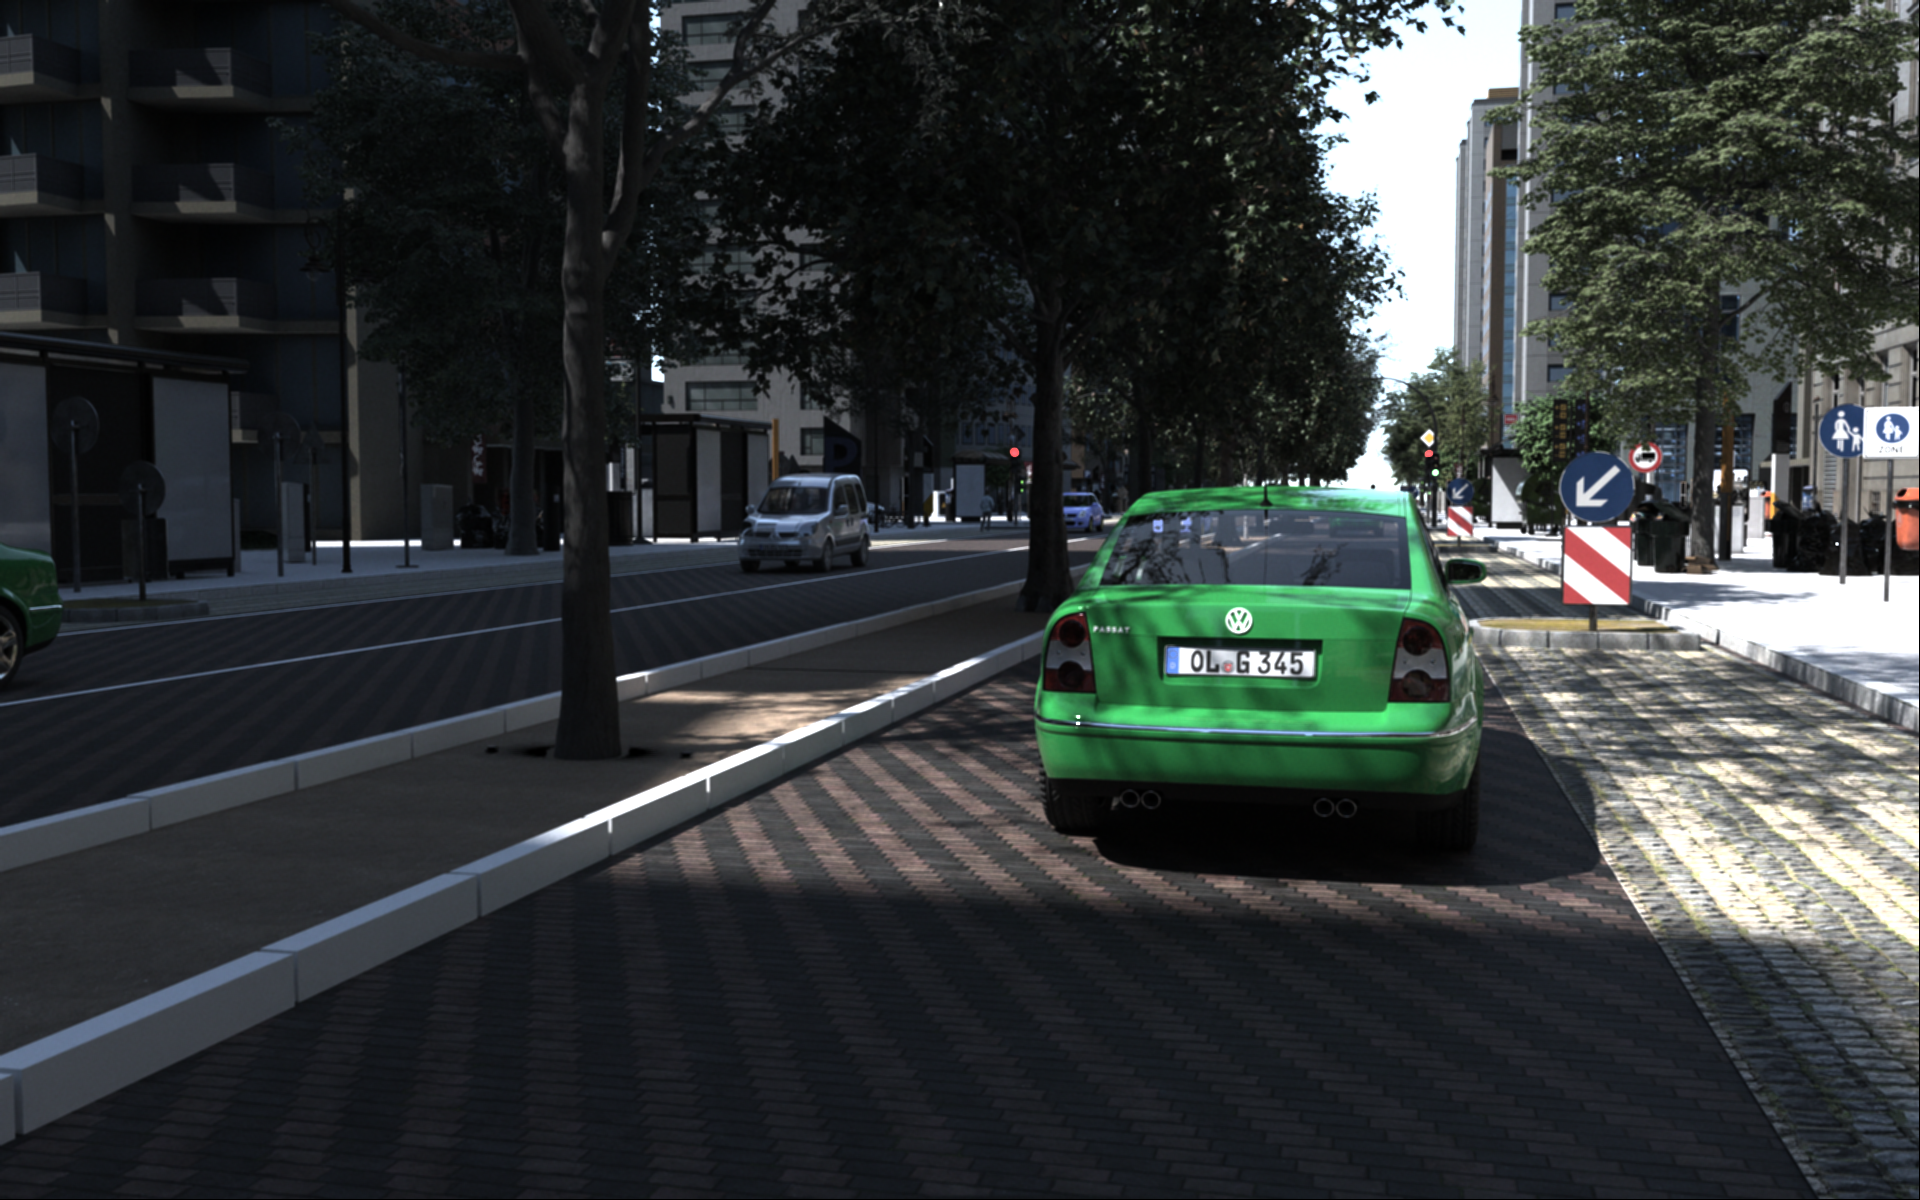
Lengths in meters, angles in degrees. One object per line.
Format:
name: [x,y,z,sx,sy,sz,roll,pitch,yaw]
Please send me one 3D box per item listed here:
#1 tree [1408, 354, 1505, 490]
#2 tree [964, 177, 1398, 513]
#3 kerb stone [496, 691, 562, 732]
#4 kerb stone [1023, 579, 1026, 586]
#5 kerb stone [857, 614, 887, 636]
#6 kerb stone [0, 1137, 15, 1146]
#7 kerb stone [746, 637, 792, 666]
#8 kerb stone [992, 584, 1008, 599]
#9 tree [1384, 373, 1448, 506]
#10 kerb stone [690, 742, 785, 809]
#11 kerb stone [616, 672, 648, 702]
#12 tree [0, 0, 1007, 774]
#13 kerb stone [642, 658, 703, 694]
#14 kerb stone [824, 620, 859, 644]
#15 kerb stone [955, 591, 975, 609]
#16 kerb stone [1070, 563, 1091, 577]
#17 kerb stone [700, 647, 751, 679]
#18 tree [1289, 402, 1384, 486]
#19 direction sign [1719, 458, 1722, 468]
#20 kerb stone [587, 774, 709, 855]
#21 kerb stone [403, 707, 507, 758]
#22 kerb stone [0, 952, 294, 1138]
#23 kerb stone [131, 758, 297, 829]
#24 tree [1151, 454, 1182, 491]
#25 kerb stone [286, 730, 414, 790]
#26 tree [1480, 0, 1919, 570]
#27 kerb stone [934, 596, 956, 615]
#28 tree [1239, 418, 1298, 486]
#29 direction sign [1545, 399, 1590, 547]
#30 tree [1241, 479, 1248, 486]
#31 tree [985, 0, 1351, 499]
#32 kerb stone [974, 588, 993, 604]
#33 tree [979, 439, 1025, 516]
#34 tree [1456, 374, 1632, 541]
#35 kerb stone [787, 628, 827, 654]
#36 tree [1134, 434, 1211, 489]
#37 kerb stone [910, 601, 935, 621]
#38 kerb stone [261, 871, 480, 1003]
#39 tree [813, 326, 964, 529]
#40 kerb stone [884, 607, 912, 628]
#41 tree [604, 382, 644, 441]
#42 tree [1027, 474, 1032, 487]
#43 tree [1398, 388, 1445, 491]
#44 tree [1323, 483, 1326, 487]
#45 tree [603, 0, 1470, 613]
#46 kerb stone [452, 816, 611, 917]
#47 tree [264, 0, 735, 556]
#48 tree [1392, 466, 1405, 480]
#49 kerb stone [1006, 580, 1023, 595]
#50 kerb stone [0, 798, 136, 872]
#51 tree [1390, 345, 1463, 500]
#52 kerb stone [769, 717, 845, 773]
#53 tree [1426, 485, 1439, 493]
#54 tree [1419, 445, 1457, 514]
tree: [26.674,-8.644,91.687,4.737,8.622,4.395,0,3,0]
tree: [5.286,-6.254,39.120,8.767,10.594,7.601,1,4,13]
kerb stone: [-2.649,0.695,10.830,0.120,0.150,1.000,1,4,13]
kerb stone: [0.952,-0.218,25.779,0.120,0.150,1.000,1,4,13]
kerb stone: [-0.969,0.275,17.809,0.120,0.150,1.000,1,4,13]
kerb stone: [-2.275,1.156,3.374,0.120,0.150,1.000,1,4,13]
kerb stone: [-1.680,0.451,14.822,0.120,0.150,1.000,1,4,13]
kerb stone: [0.468,-0.090,23.793,0.120,0.150,1.000,1,4,13]
tree: [48.690,-16.831,181.839,9.857,13.997,8.962,0,3,0]
kerb stone: [-1.078,0.846,8.362,0.120,0.150,1.000,1,4,13]
kerb stone: [-2.408,0.634,11.824,0.120,0.150,1.000,1,4,13]
tree: [-2.021,-5.893,9.175,12.009,13.543,11.850,0,3,0]
kerb stone: [-2.164,0.574,12.818,0.120,0.150,1.000,1,4,13]
kerb stone: [-1.211,0.329,16.816,0.120,0.150,1.000,1,4,13]
kerb stone: [-0.010,0.025,21.793,0.120,0.150,1.000,1,4,13]
kerb stone: [2.149,-0.520,30.788,0.120,0.150,1.000,1,4,13]
kerb stone: [-1.924,0.513,13.819,0.120,0.150,1.000,1,4,13]
tree: [27.053,-13.534,130.401,9.857,13.997,8.962,0,3,0]
direction sign: [47.905,-7.115,108.333,0.876,3.537,0.379,1,4,15]
kerb stone: [-1.320,0.907,7.361,0.120,0.150,1.000,1,4,13]
kerb stone: [-2.888,0.758,9.836,0.120,0.150,1.000,1,4,13]
kerb stone: [-2.035,1.092,4.368,0.120,0.150,1.000,1,4,13]
kerb stone: [-3.370,0.878,7.841,0.120,0.150,1.000,1,4,13]
tree: [16.435,-9.661,141.665,4.285,4.588,4.351,0,3,0]
kerb stone: [-3.125,0.818,8.834,0.120,0.150,1.000,1,4,13]
tree: [12.610,-6.759,28.644,7.486,12.596,7.792,0,3,0]
kerb stone: [-0.249,0.091,20.792,0.120,0.150,1.000,1,4,13]
tree: [9.071,-6.227,54.632,4.360,8.622,3.978,0,3,0]
direction sign: [14.623,-3.028,41.507,0.876,3.537,0.379,0,4,-2]
tree: [32.175,-17.706,207.626,7.486,12.596,7.792,0,3,0]
tree: [3.214,-6.247,30.345,9.928,11.665,9.643,0,3,0]
kerb stone: [0.235,-0.037,22.797,0.120,0.150,1.000,1,4,13]
tree: [2.476,-7.334,103.616,4.285,4.588,4.351,0,3,0]
tree: [16.652,-3.896,47.415,4.285,4.588,4.351,0,3,0]
kerb stone: [-1.445,0.390,15.817,0.120,0.150,1.000,1,4,13]
tree: [17.791,-14.099,148.653,7.486,12.596,7.792,0,3,0]
kerb stone: [-0.496,0.147,19.800,0.120,0.150,1.000,1,4,13]
kerb stone: [-1.804,1.032,5.373,0.120,0.150,1.000,1,4,13]
tree: [-1.985,-7.900,63.584,8.767,10.594,7.601,2,4,24]
kerb stone: [-0.732,0.213,18.803,0.120,0.150,1.000,1,4,13]
tree: [-19.951,-9.015,97.754,4.737,8.622,4.395,0,3,0]
tree: [4.413,-5.698,87.763,1.663,3.219,1.824,0,3,0]
tree: [41.264,-13.350,152.685,7.601,10.594,8.767,0,4,-2]
tree: [30.844,-11.837,146.347,4.737,8.622,4.395,0,3,0]
tree: [1.055,-6.192,20.699,9.611,12.733,9.660,0,3,0]
kerb stone: [-1.563,0.970,6.366,0.120,0.150,1.000,1,4,13]
tree: [-9.226,-7.919,36.123,9.857,13.997,8.962,0,3,0]
tree: [55.015,-15.939,210.968,4.737,8.622,4.395,0,3,0]
kerb stone: [0.704,-0.158,24.787,0.120,0.150,1.000,1,4,13]
kerb stone: [-3.598,0.943,6.840,0.120,0.150,1.000,1,4,13]
tree: [37.150,-13.087,132.103,7.486,12.596,7.792,0,3,0]
kerb stone: [-0.843,0.787,9.365,0.120,0.150,1.000,1,4,13]
tree: [45.441,-10.578,167.555,1.663,3.219,1.824,0,3,0]
tree: [28.607,-7.067,99.254,4.285,4.588,4.351,0,3,0]
